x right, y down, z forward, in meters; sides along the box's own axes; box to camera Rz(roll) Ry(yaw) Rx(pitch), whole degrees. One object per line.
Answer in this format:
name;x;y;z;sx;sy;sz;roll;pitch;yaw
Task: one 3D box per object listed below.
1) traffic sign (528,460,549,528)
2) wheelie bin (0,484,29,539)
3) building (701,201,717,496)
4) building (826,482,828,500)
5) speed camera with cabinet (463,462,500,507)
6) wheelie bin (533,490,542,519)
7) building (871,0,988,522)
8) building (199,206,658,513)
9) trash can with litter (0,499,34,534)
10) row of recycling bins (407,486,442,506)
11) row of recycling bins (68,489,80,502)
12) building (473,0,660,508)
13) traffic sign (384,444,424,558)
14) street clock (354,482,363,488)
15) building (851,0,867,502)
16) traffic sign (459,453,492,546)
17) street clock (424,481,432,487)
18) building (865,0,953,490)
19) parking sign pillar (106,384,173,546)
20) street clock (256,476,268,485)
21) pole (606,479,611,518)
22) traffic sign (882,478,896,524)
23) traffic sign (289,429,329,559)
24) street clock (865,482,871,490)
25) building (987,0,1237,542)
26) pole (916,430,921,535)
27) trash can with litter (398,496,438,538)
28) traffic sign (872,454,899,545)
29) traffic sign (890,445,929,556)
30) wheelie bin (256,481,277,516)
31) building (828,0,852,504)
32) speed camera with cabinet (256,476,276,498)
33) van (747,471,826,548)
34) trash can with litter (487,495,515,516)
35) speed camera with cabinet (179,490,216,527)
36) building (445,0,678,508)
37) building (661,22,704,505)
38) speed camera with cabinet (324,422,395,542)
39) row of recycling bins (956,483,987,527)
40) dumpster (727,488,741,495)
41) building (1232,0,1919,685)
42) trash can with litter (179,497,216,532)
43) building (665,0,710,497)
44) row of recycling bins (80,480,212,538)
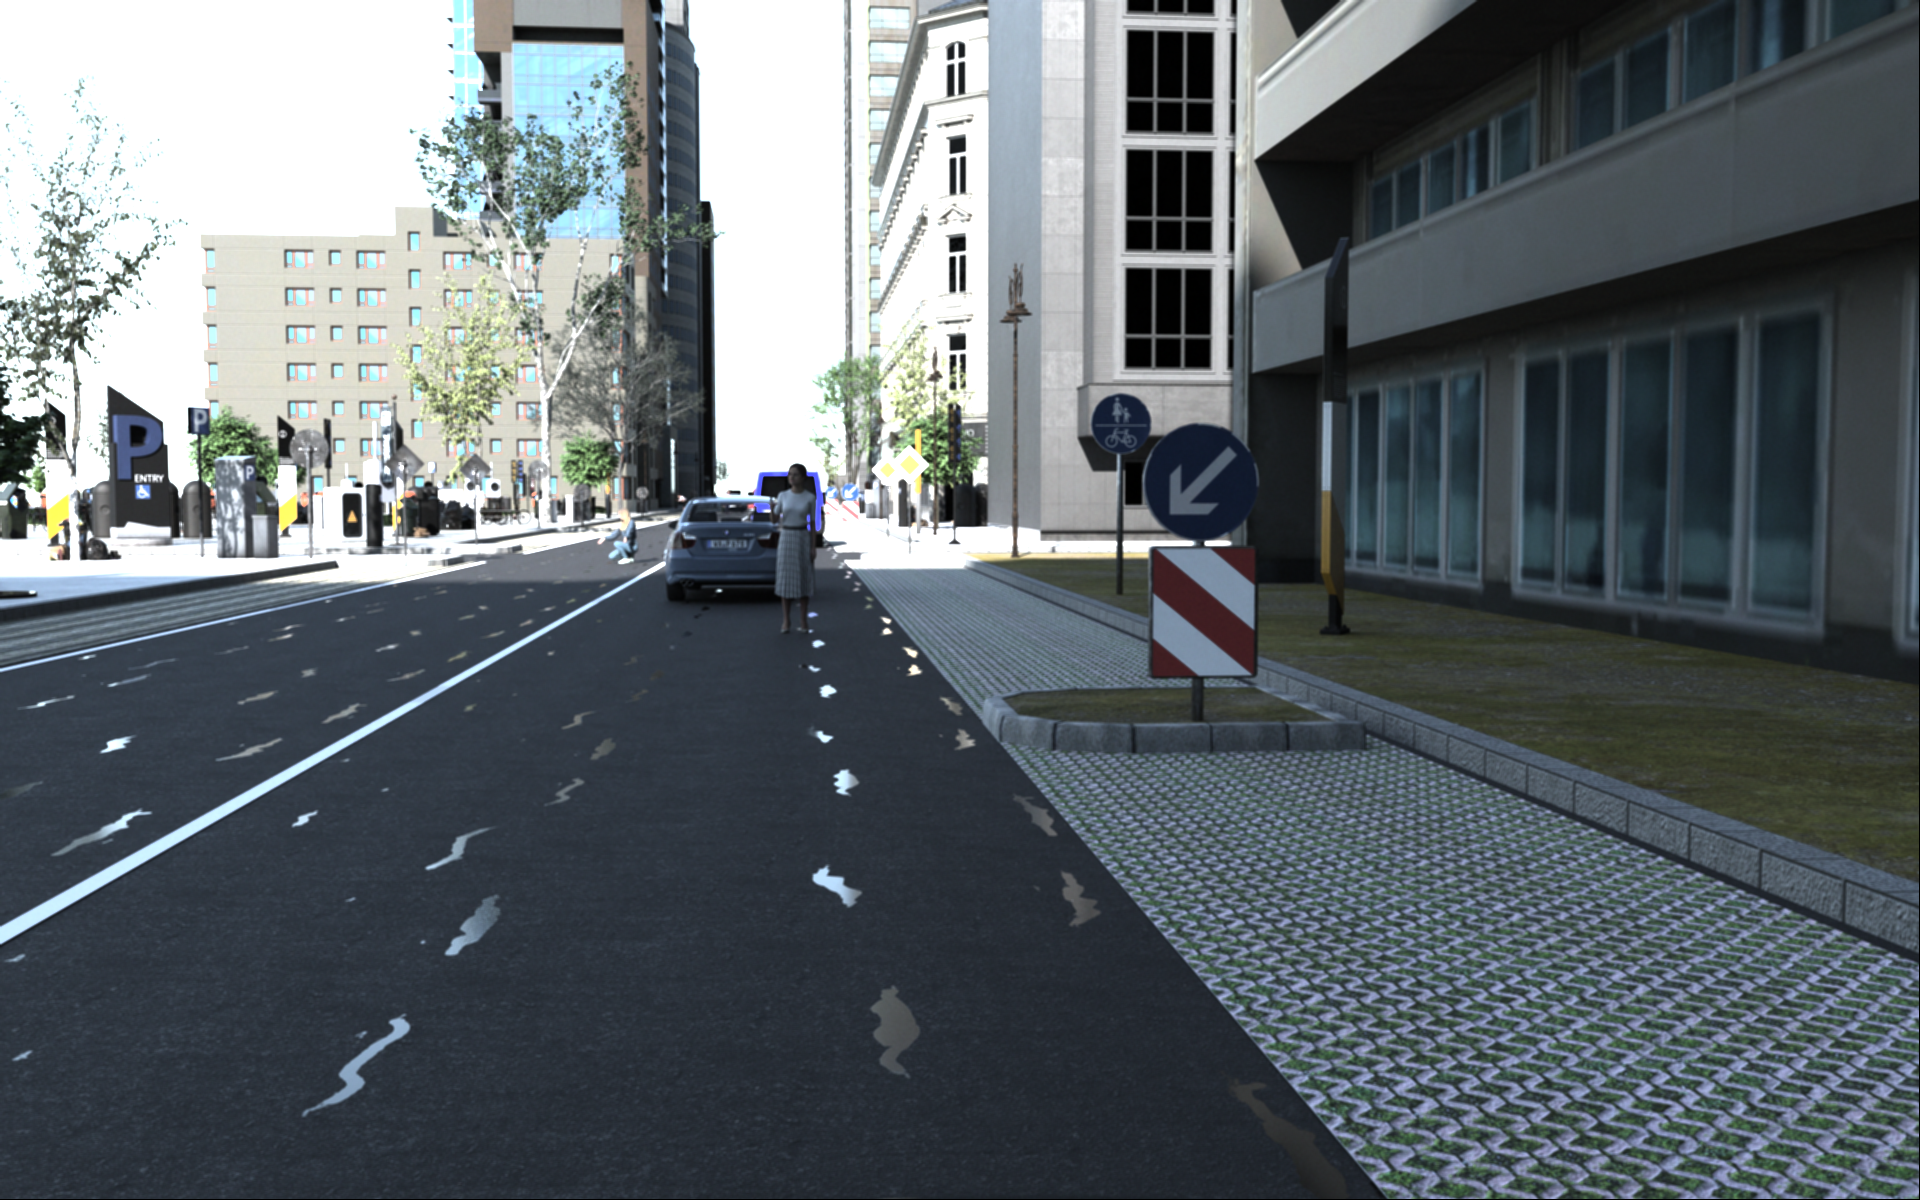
traffic sign;-15.911;-3.992;65.379;0.768;2.556;0.104;0;4;1
wheelie bin;-27.209;-2.561;49.787;0.980;1.594;0.693;2;4;35
building;-43.376;-37.065;256.128;14.600;45.320;14.200;0;4;-6
building;-4.380;-35.144;266.487;32.217;40.220;23.993;0;4;-6
speed camera with cabinet;-29.556;-6.904;107.212;2.038;3.252;0.660;-3;4;-38
wheelie bin;-21.975;-5.059;90.629;0.693;1.594;0.980;-1;4;-14
building;4.546;-19.652;97.728;17.030;29.872;44.131;0;4;-6
building;-37.947;-17.470;130.672;27.650;21.520;28.899;0;4;-6
trash can with litter;-29.891;-2.653;54.766;0.624;1.170;1.055;1;4;12
row of recycling bins;-28.448;-5.212;92.327;1.069;1.692;3.534;0;4;4
row of recycling bins;-56.339;-6.469;112.873;3.534;1.692;1.069;-3;5;-42
building;-33.858;-30.737;152.658;14.600;45.320;14.200;0;4;-6
traffic sign;-11.191;-1.912;34.910;0.795;2.450;0.064;0;4;-6
street clock;-36.424;-6.139;104.945;0.471;2.002;0.358;-3;4;-38
building;0.501;-37.755;159.292;21.231;58.520;28.212;0;4;-6
traffic sign;-11.978;-2.398;42.857;0.795;2.450;0.064;0;4;-6
street clock;-30.351;-5.774;98.975;0.471;2.002;0.358;0;4;-6
building;-0.542;-27.814;138.359;14.154;41.232;14.086;0;4;-6
parking sign pillar;-20.370;-3.333;42.974;1.447;3.967;1.447;-3;5;-44
street clock;-27.507;-3.893;68.215;0.471;2.002;0.358;-2;4;-25
pole;-18.741;-6.020;92.278;0.158;3.312;0.155;0;3;0
traffic sign;-3.003;-4.358;73.387;0.606;2.300;0.079;0;4;-1
traffic sign;-12.810;-2.079;34.105;0.768;2.556;0.104;0;4;-3
street clock;-5.356;-5.903;101.090;0.358;2.002;0.471;-2;4;-24
building;13.442;-15.810;52.000;24.014;27.812;14.314;0;4;-6
pole;-1.316;-3.735;54.907;0.158;3.312;0.155;0;3;0
trash can with litter;-16.185;-2.453;51.488;1.055;1.170;0.624;2;4;29
traffic sign;-1.832;-2.458;43.838;0.795;2.450;0.064;0;4;-6
traffic sign;-1.044;-1.972;35.892;0.795;2.450;0.064;0;4;-6
wheelie bin;-17.496;-2.158;43.190;0.693;1.594;0.980;0;4;2
building;-6.299;-47.701;218.156;20.563;71.187;20.611;0;4;-6
speed camera with cabinet;-32.909;-5.308;81.129;0.660;3.252;2.038;1;4;13
van;-4.780;-2.667;47.989;2.240;2.365;5.245;0;4;-6
trash can with litter;-25.360;-5.158;95.390;2.233;1.210;1.678;0;4;-1
speed camera with cabinet;-29.834;-4.533;68.445;2.038;3.252;0.660;-1;4;-22
building;-39.624;-52.651;173.521;22.319;86.520;31.000;0;4;-6
building;-43.123;-41.069;213.475;21.231;58.520;28.212;0;4;-6
speed camera with cabinet;-16.193;-3.210;46.821;0.660;3.252;2.038;2;4;30
row of recycling bins;1.228;-3.708;67.734;3.534;1.692;1.069;-3;5;-42
dumpster;-31.596;-14.525;242.439;1.985;2.255;1.502;0;4;-7
building;15.665;-23.925;14.878;21.300;48.544;21.600;0;4;-6
trash can with litter;-26.149;-2.886;58.245;2.233;1.210;1.678;1;4;17
building;-45.128;-48.880;237.435;20.563;71.187;20.611;0;4;-6
row of recycling bins;-23.585;-2.656;50.546;3.534;1.692;1.069;0;4;4
